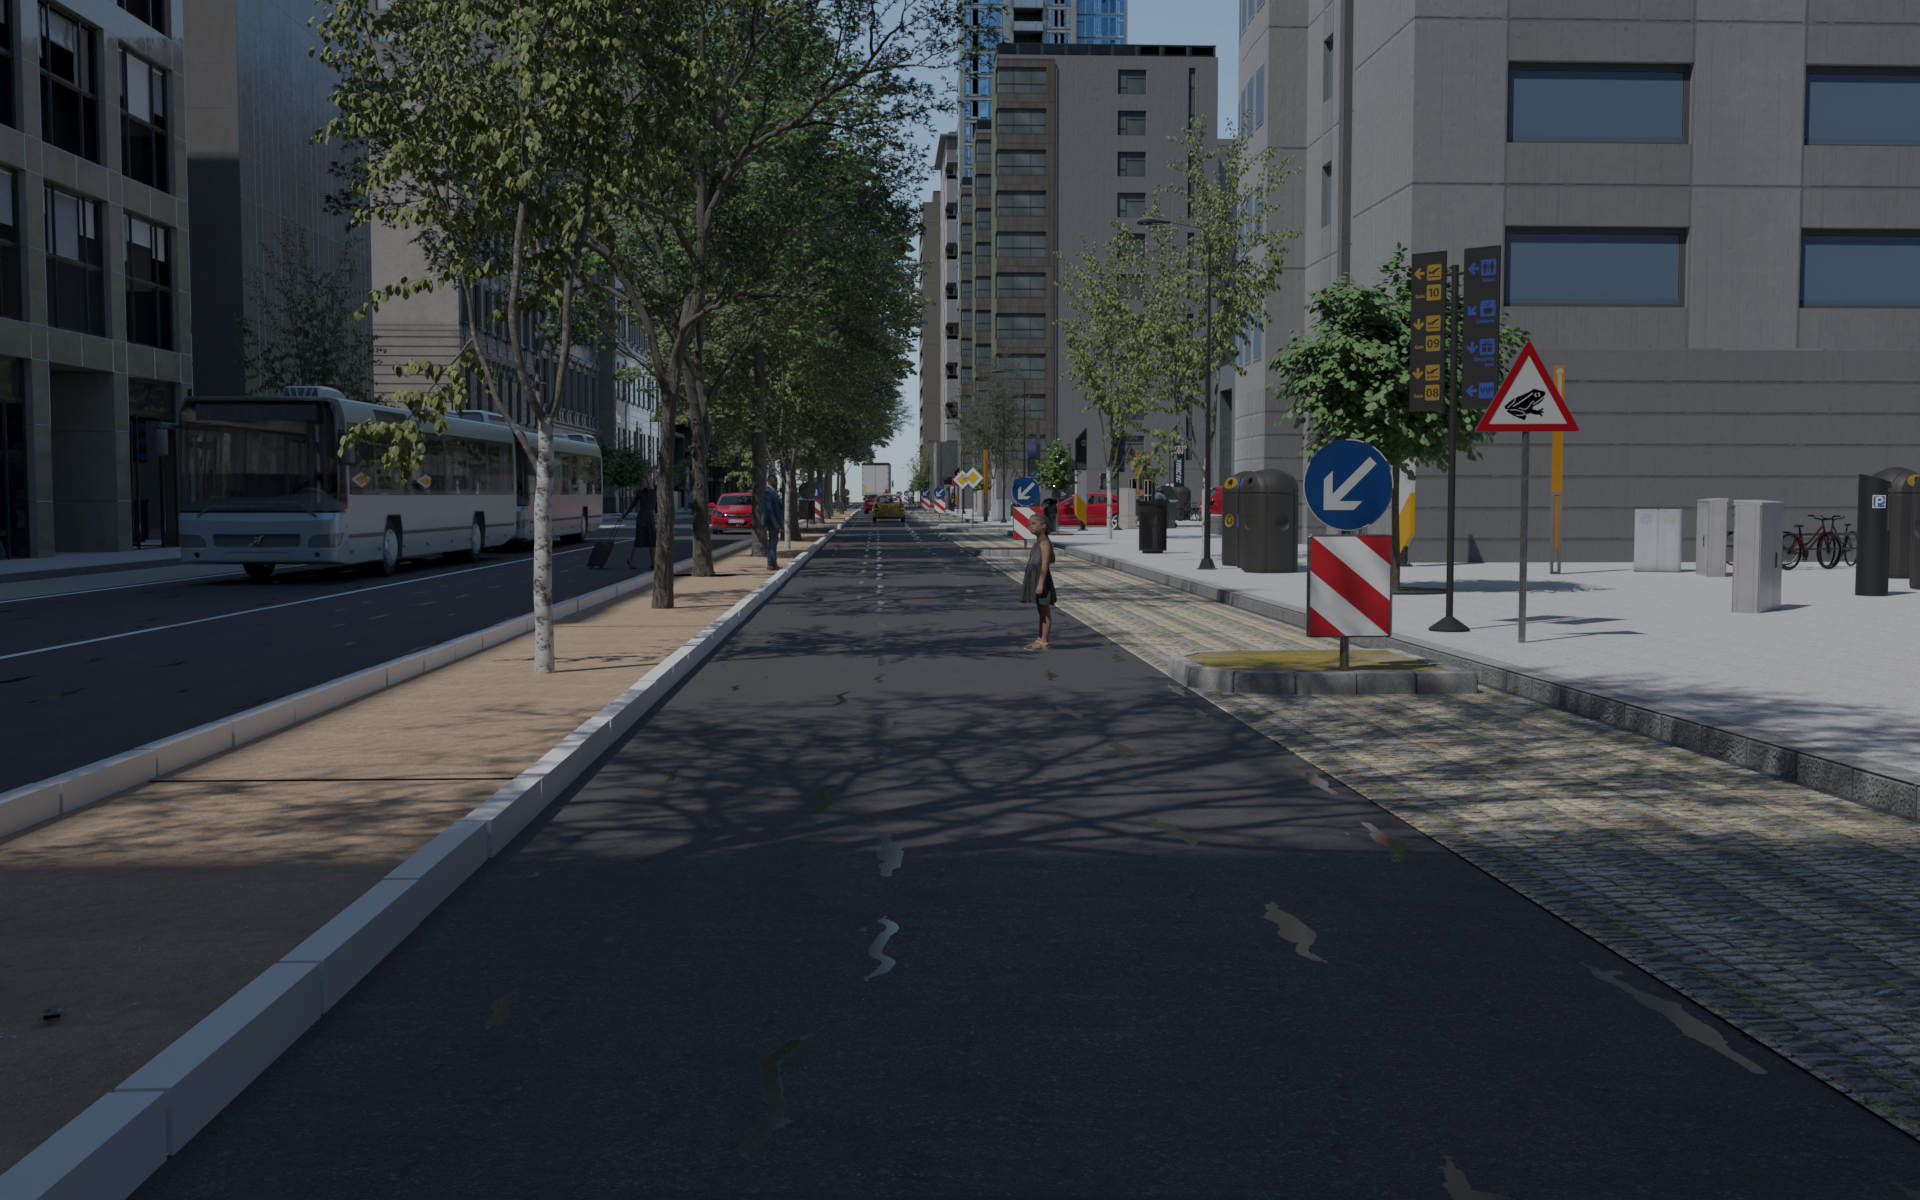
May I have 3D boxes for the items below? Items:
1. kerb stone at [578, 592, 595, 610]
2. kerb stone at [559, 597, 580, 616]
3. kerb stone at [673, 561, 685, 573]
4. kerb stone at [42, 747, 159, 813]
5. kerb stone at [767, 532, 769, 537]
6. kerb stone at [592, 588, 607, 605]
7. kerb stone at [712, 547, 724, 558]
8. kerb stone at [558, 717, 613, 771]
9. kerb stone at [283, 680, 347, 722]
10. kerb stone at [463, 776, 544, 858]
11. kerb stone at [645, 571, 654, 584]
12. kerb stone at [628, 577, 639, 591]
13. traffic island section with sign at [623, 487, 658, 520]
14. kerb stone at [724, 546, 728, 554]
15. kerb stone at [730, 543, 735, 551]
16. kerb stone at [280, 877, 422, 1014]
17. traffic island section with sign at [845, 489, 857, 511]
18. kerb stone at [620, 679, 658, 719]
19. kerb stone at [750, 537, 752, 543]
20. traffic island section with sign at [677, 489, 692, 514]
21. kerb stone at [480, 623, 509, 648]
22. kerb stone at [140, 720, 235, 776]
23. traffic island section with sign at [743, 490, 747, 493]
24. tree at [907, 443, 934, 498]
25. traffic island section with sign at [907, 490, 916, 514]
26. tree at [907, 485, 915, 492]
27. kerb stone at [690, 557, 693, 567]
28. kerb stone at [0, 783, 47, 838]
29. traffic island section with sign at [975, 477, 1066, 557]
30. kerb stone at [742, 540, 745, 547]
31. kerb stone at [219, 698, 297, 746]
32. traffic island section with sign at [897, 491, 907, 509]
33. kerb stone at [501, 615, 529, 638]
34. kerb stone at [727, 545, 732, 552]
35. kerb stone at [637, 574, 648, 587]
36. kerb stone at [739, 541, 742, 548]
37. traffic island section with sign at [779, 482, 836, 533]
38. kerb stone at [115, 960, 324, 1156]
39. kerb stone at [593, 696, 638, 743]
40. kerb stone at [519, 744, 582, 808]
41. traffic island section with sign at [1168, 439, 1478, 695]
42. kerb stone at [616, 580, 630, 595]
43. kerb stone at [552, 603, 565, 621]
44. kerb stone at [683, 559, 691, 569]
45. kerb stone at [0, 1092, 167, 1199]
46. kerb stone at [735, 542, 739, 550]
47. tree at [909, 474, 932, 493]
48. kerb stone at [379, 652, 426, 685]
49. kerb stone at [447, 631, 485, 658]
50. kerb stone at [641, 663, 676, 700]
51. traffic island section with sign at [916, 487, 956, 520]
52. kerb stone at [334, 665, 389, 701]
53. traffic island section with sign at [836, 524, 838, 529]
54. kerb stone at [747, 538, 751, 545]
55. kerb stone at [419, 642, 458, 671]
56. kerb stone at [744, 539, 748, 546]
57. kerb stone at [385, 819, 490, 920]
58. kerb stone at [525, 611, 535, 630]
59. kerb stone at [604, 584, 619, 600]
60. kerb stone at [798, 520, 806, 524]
[{"bbox_3d":[-4.716,0.040,21.537,0.120,0.150,1.000,0,4,-3],"label":"kerb stone"},{"bbox_3d":[-4.680,0.103,20.515,0.120,0.150,1.000,0,4,-3],"label":"kerb stone"},{"bbox_3d":[-5.216,-0.585,31.781,0.120,0.150,1.000,0,4,-3],"label":"kerb stone"},{"bbox_3d":[-4.078,0.859,8.208,0.120,0.150,1.000,0,4,-3],"label":"kerb stone"},{"bbox_3d":[-6.578,-2.341,60.478,0.120,0.150,1.000,0,4,-3],"label":"kerb stone"},{"bbox_3d":[-4.766,-0.022,22.558,0.120,0.150,1.000,0,4,-3],"label":"kerb stone"},{"bbox_3d":[-5.601,-1.084,39.980,0.120,0.150,1.000,0,4,-3],"label":"kerb stone"},{"bbox_3d":[-2.031,0.786,9.367,0.120,0.150,1.000,0,4,-3],"label":"kerb stone"},{"bbox_3d":[-4.225,0.667,11.285,0.120,0.150,1.000,0,4,-3],"label":"kerb stone"},{"bbox_3d":[-1.926,0.910,7.311,0.120,0.150,1.000,0,4,-3],"label":"kerb stone"},{"bbox_3d":[-5.017,-0.336,27.685,0.120,0.150,1.000,0,4,-3],"label":"kerb stone"},{"bbox_3d":[-4.916,-0.205,25.628,0.120,0.150,1.000,0,4,-3],"label":"kerb stone"},{"bbox_3d":[-17.490,-5.270,94.799,1.989,1.847,2.006,0,4,-3],"label":"traffic island section with sign"},{"bbox_3d":[-5.654,-1.150,41.006,0.120,0.150,1.000,0,4,-3],"label":"kerb stone"},{"bbox_3d":[-5.750,-1.276,43.065,0.120,0.150,1.000,0,4,-3],"label":"kerb stone"},{"bbox_3d":[-1.836,1.036,5.263,0.120,0.150,1.000,0,4,-3],"label":"kerb stone"},{"bbox_3d":[-9.709,-8.513,147.320,2.006,1.907,1.989,0,4,-3],"label":"traffic island section with sign"},{"bbox_3d":[-2.128,0.665,11.409,0.120,0.150,1.000,0,4,-3],"label":"kerb stone"},{"bbox_3d":[-6.044,-1.652,49.204,0.120,0.150,1.000,0,4,-3],"label":"kerb stone"},{"bbox_3d":[-18.785,-6.917,121.723,1.989,1.847,2.006,0,4,-3],"label":"traffic island section with sign"},{"bbox_3d":[-4.466,0.356,16.413,0.120,0.150,1.000,0,4,-3],"label":"kerb stone"},{"bbox_3d":[-4.128,0.793,9.229,0.120,0.150,1.000,0,4,-3],"label":"kerb stone"},{"bbox_3d":[-21.152,-9.954,171.380,1.989,1.847,2.006,0,4,-3],"label":"traffic island section with sign"},{"bbox_3d":[-5.310,-17.824,241.780,4.737,8.622,4.395,0,3,0],"label":"tree"},{"bbox_3d":[-2.551,-6.930,121.930,1.989,1.847,2.006,0,4,-3],"label":"traffic island section with sign"},{"bbox_3d":[-8.328,-18.678,299.990,1.663,3.219,1.824,0,3,0],"label":"tree"},{"bbox_3d":[-5.306,-0.711,33.823,0.120,0.150,1.000,0,4,-3],"label":"kerb stone"},{"bbox_3d":[-4.035,0.918,7.187,0.120,0.150,1.000,0,4,-3],"label":"kerb stone"},{"bbox_3d":[1.363,-1.933,40.236,1.989,1.847,2.006,0,4,-3],"label":"traffic island section with sign"},{"bbox_3d":[-5.896,-1.465,46.141,0.120,0.150,1.000,0,4,-3],"label":"kerb stone"},{"bbox_3d":[-4.172,0.730,10.259,0.120,0.150,1.000,0,4,-3],"label":"kerb stone"},{"bbox_3d":[-4.953,-9.990,171.970,1.989,1.847,2.006,0,4,-3],"label":"traffic island section with sign"},{"bbox_3d":[-4.525,0.291,17.437,0.120,0.150,1.000,0,4,-3],"label":"kerb stone"},{"bbox_3d":[-5.701,-1.202,42.037,0.120,0.150,1.000,0,4,-3],"label":"kerb stone"},{"bbox_3d":[-4.963,-0.270,26.657,0.120,0.150,1.000,0,4,-3],"label":"kerb stone"},{"bbox_3d":[-5.847,-1.399,45.120,0.120,0.150,1.000,0,4,-3],"label":"kerb stone"},{"bbox_3d":[-5.760,-3.470,64.869,2.006,1.907,1.989,0,4,-3],"label":"traffic island section with sign"},{"bbox_3d":[-1.788,1.098,4.242,0.120,0.150,1.000,0,4,-3],"label":"kerb stone"},{"bbox_3d":[-2.077,0.725,10.388,0.120,0.150,1.000,0,4,-3],"label":"kerb stone"},{"bbox_3d":[-1.978,0.853,8.343,0.120,0.150,1.000,0,4,-3],"label":"kerb stone"},{"bbox_3d":[2.653,-0.282,13.234,1.989,1.847,2.006,0,4,-3],"label":"traffic island section with sign"},{"bbox_3d":[-4.855,-0.148,24.607,0.120,0.150,1.000,0,4,-3],"label":"kerb stone"},{"bbox_3d":[-4.622,0.166,19.487,0.120,0.150,1.000,0,4,-3],"label":"kerb stone"},{"bbox_3d":[-5.258,-0.649,32.802,0.120,0.150,1.000,0,4,-3],"label":"kerb stone"},{"bbox_3d":[-1.742,1.161,3.220,0.120,0.150,1.000,0,4,-3],"label":"kerb stone"},{"bbox_3d":[-5.800,-1.336,44.086,0.120,0.150,1.000,0,4,-3],"label":"kerb stone"},{"bbox_3d":[-5.683,-16.187,248.371,4.285,4.588,4.351,0,3,0],"label":"tree"},{"bbox_3d":[-4.325,0.542,13.336,0.120,0.150,1.000,0,4,-3],"label":"kerb stone"},{"bbox_3d":[-4.421,0.416,15.392,0.120,0.150,1.000,0,4,-3],"label":"kerb stone"},{"bbox_3d":[-2.179,0.597,12.430,0.120,0.150,1.000,0,4,-3],"label":"kerb stone"},{"bbox_3d":[-1.253,-5.283,95.006,1.989,1.847,2.006,0,4,-3],"label":"traffic island section with sign"},{"bbox_3d":[-4.282,0.604,12.314,0.120,0.150,1.000,0,4,-3],"label":"kerb stone"},{"bbox_3d":[-6.104,-3.922,72.268,2.006,1.907,1.989,0,4,-3],"label":"traffic island section with sign"},{"bbox_3d":[-5.989,-1.585,48.184,0.120,0.150,1.000,0,4,-3],"label":"kerb stone"},{"bbox_3d":[-4.370,0.483,14.361,0.120,0.150,1.000,0,4,-3],"label":"kerb stone"},{"bbox_3d":[-5.943,-1.527,47.162,0.120,0.150,1.000,0,4,-3],"label":"kerb stone"},{"bbox_3d":[-1.890,0.973,6.289,0.120,0.150,1.000,0,4,-3],"label":"kerb stone"},{"bbox_3d":[-4.570,0.228,18.466,0.120,0.150,1.000,0,4,-3],"label":"kerb stone"},{"bbox_3d":[-4.815,-0.085,23.586,0.120,0.150,1.000,0,4,-3],"label":"kerb stone"},{"bbox_3d":[-7.783,-3.878,85.604,0.120,0.150,1.000,0,4,-3],"label":"kerb stone"}]
